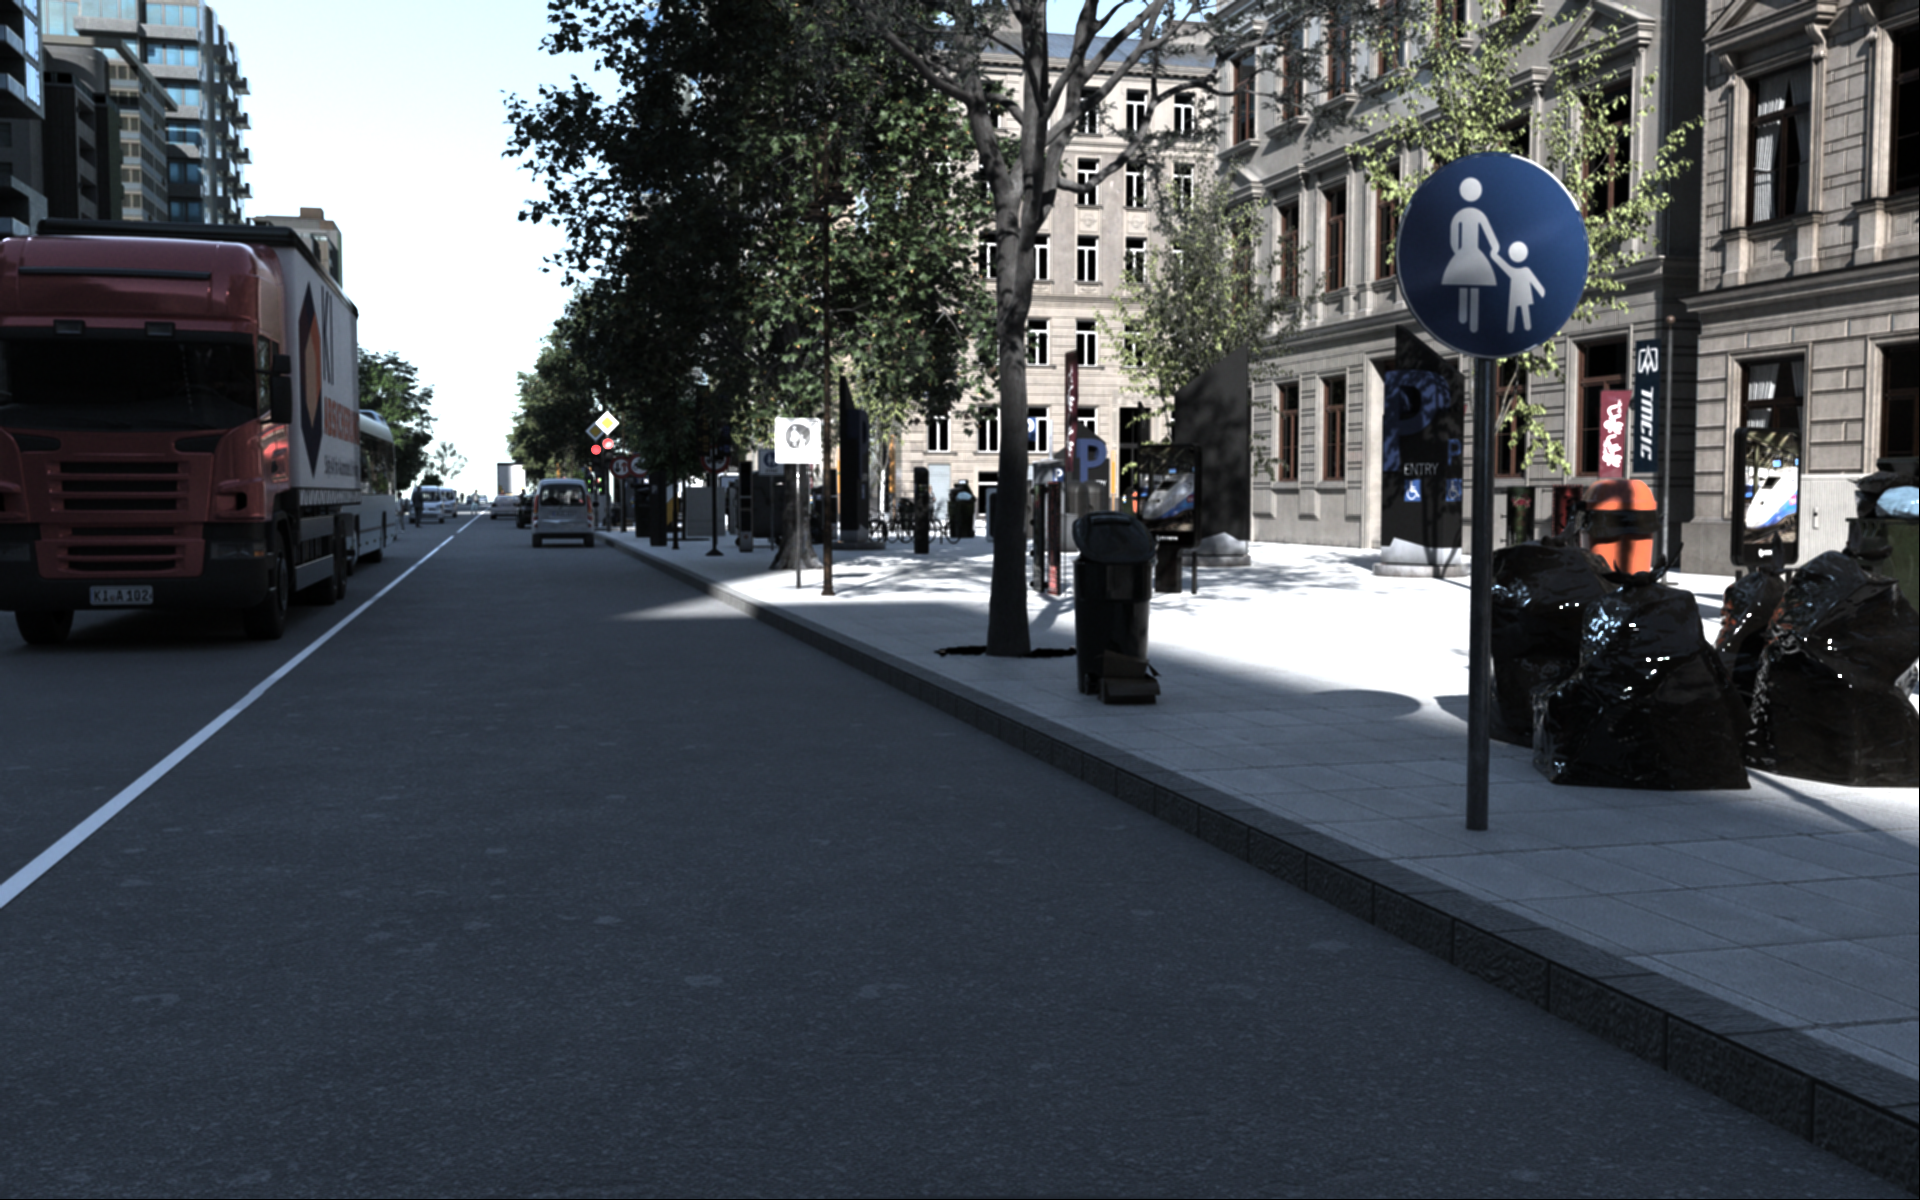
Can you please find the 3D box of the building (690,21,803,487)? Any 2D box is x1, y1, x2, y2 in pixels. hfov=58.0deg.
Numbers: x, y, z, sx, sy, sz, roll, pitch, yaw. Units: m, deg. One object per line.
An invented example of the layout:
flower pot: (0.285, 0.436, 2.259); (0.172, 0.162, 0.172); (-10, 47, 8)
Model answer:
building: (-14.990, -44.410, 164.363); (20.563, 71.187, 20.611); (-1, 4, -15)

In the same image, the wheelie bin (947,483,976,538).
wheelie bin: (0.041, -2.634, 50.970); (0.693, 1.594, 0.980); (-3, 4, -38)

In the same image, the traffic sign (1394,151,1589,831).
traffic sign: (1.981, -0.395, 6.559); (0.768, 2.556, 0.104); (-1, 4, -9)

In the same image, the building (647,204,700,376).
building: (-39.405, -34.487, 247.457); (14.154, 41.232, 14.086); (-1, 4, -15)

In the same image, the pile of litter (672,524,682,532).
pile of litter: (-9.863, -2.748, 58.888); (1.176, 0.858, 1.719); (-1, 4, -20)

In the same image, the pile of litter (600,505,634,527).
pile of litter: (-13.424, -3.332, 68.450); (1.719, 0.858, 1.176); (-2, 4, -23)

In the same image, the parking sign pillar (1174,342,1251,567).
parking sign pillar: (4.513, -2.605, 31.066); (1.447, 3.967, 1.447); (1, 4, 16)

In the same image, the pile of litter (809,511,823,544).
pile of litter: (-4.041, -1.866, 44.476); (1.176, 0.858, 1.719); (2, 4, 25)

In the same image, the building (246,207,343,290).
building: (-104.739, -38.068, 272.524); (14.600, 45.320, 14.200); (-1, 4, -15)

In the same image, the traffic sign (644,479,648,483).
traffic sign: (-19.753, -6.661, 109.008); (0.768, 2.556, 0.104); (0, 4, -7)

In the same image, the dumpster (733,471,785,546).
dumpster: (-4.799, -2.229, 42.206); (1.264, 1.857, 1.865); (-1, 4, -15)

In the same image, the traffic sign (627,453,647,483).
traffic sign: (-9.965, -3.293, 53.952); (0.768, 2.556, 0.104); (0, 4, -6)

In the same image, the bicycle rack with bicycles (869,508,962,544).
bicycle rack with bicycles: (-1.702, -1.933, 44.986); (2.852, 0.926, 2.925); (-2, 4, -35)

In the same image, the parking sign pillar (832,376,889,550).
parking sign pillar: (-2.443, -3.162, 40.168); (1.447, 3.967, 1.447); (1, 4, 9)

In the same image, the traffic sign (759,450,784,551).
traffic sign: (-4.264, -2.271, 39.267); (0.606, 2.300, 0.079); (0, 4, -5)

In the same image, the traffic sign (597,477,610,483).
traffic sign: (-21.245, -6.303, 103.165); (0.768, 2.556, 0.104); (-1, 4, -14)

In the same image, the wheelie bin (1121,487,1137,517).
wheelie bin: (7.814, -4.371, 79.378); (0.693, 1.594, 0.980); (2, 4, 29)

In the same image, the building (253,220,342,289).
building: (-100.315, -35.206, 259.213); (14.154, 41.232, 14.086); (-1, 4, -15)

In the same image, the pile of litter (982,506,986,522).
pile of litter: (1.590, -4.034, 79.924); (1.176, 0.858, 1.719); (0, 4, 4)

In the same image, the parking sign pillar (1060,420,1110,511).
parking sign pillar: (4.594, -4.423, 60.796); (1.447, 3.967, 1.447); (-2, 4, -27)

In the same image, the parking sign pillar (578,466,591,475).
parking sign pillar: (-27.205, -8.386, 125.579); (1.447, 3.967, 1.447); (1, 4, 14)

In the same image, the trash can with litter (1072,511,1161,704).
trash can with litter: (1.065, 0.025, 10.973); (0.624, 1.170, 1.055); (0, 4, -8)

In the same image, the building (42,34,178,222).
building: (-78.195, -27.397, 139.818); (32.217, 40.220, 23.993); (-1, 4, -15)

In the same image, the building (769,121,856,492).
building: (-4.319, -19.951, 112.105); (13.634, 28.700, 20.117); (-1, 4, -15)

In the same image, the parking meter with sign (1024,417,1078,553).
parking meter with sign: (1.971, -2.588, 38.575); (0.543, 3.016, 1.738); (-3, 4, -36)

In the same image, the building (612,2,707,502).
building: (-45.083, -59.373, 283.418); (22.319, 86.520, 31.000); (-1, 4, -15)

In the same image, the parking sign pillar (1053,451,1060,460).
parking sign pillar: (4.986, -5.646, 80.783); (1.447, 3.967, 1.447); (0, 4, -3)

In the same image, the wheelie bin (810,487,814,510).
wheelie bin: (-6.431, -4.164, 75.996); (0.693, 1.594, 0.980); (-1, 4, -9)

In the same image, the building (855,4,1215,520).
building: (7.415, -18.037, 92.173); (25.104, 27.353, 12.463); (-1, 4, -15)

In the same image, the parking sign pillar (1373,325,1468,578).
parking sign pillar: (7.218, -2.359, 27.042); (1.447, 3.967, 1.447); (-2, 4, -33)

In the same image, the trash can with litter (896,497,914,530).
trash can with litter: (-1.717, -3.072, 61.609); (1.055, 1.170, 0.624); (-2, 4, -34)

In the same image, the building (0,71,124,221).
building: (-65.719, -21.168, 117.792); (14.160, 30.474, 14.107); (-1, 4, -15)

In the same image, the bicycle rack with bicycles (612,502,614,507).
bicycle rack with bicycles: (-22.507, -5.841, 108.887); (2.852, 0.926, 2.925); (-1, 4, -9)

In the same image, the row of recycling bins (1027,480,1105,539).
row of recycling bins: (3.020, -2.678, 50.894); (1.069, 1.692, 3.534); (3, 5, 44)

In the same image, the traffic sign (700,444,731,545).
traffic sign: (-6.179, -2.672, 43.789); (0.768, 2.556, 0.104); (-1, 4, -9)

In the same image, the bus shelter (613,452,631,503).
bus shelter: (-19.262, -6.636, 99.785); (1.731, 3.624, 6.357); (-1, 4, -15)

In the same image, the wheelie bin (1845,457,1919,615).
wheelie bin: (8.064, -0.425, 14.863); (0.693, 1.594, 0.980); (0, 4, -4)

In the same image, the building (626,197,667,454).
building: (-42.724, -37.367, 261.057); (14.600, 45.320, 14.200); (-1, 4, -15)

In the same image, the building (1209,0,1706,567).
building: (14.475, -12.478, 40.168); (11.583, 22.565, 21.152); (-1, 4, -15)

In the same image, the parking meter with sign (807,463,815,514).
parking meter with sign: (-6.193, -4.441, 68.879); (0.543, 3.016, 1.738); (-1, 4, -17)

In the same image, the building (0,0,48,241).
building: (-57.714, -47.102, 82.788); (22.319, 86.520, 31.000); (-1, 4, -15)

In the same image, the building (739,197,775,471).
building: (-9.002, -21.164, 133.416); (14.401, 28.519, 23.554); (-1, 4, -15)

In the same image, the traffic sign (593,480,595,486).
traffic sign: (-29.827, -8.552, 139.936); (0.768, 2.556, 0.104); (-1, 4, -8)

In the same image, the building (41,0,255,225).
building: (-80.883, -33.476, 166.935); (23.786, 49.044, 30.456); (-1, 4, -15)

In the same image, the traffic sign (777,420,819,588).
traffic sign: (-2.193, -1.304, 23.456); (0.606, 2.300, 0.079); (-1, 4, -10)

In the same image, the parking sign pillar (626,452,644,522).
parking sign pillar: (-14.682, -5.555, 79.302); (1.447, 3.967, 1.447); (-1, 4, -12)

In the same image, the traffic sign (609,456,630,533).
traffic sign: (-11.265, -3.516, 57.593); (0.768, 2.556, 0.104); (-1, 4, -14)

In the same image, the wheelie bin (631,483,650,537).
wheelie bin: (-9.326, -2.670, 51.555); (0.980, 1.594, 0.693); (0, 4, -3)

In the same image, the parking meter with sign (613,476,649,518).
parking meter with sign: (-15.385, -5.203, 81.333); (1.738, 3.016, 0.543); (-2, 4, -32)
